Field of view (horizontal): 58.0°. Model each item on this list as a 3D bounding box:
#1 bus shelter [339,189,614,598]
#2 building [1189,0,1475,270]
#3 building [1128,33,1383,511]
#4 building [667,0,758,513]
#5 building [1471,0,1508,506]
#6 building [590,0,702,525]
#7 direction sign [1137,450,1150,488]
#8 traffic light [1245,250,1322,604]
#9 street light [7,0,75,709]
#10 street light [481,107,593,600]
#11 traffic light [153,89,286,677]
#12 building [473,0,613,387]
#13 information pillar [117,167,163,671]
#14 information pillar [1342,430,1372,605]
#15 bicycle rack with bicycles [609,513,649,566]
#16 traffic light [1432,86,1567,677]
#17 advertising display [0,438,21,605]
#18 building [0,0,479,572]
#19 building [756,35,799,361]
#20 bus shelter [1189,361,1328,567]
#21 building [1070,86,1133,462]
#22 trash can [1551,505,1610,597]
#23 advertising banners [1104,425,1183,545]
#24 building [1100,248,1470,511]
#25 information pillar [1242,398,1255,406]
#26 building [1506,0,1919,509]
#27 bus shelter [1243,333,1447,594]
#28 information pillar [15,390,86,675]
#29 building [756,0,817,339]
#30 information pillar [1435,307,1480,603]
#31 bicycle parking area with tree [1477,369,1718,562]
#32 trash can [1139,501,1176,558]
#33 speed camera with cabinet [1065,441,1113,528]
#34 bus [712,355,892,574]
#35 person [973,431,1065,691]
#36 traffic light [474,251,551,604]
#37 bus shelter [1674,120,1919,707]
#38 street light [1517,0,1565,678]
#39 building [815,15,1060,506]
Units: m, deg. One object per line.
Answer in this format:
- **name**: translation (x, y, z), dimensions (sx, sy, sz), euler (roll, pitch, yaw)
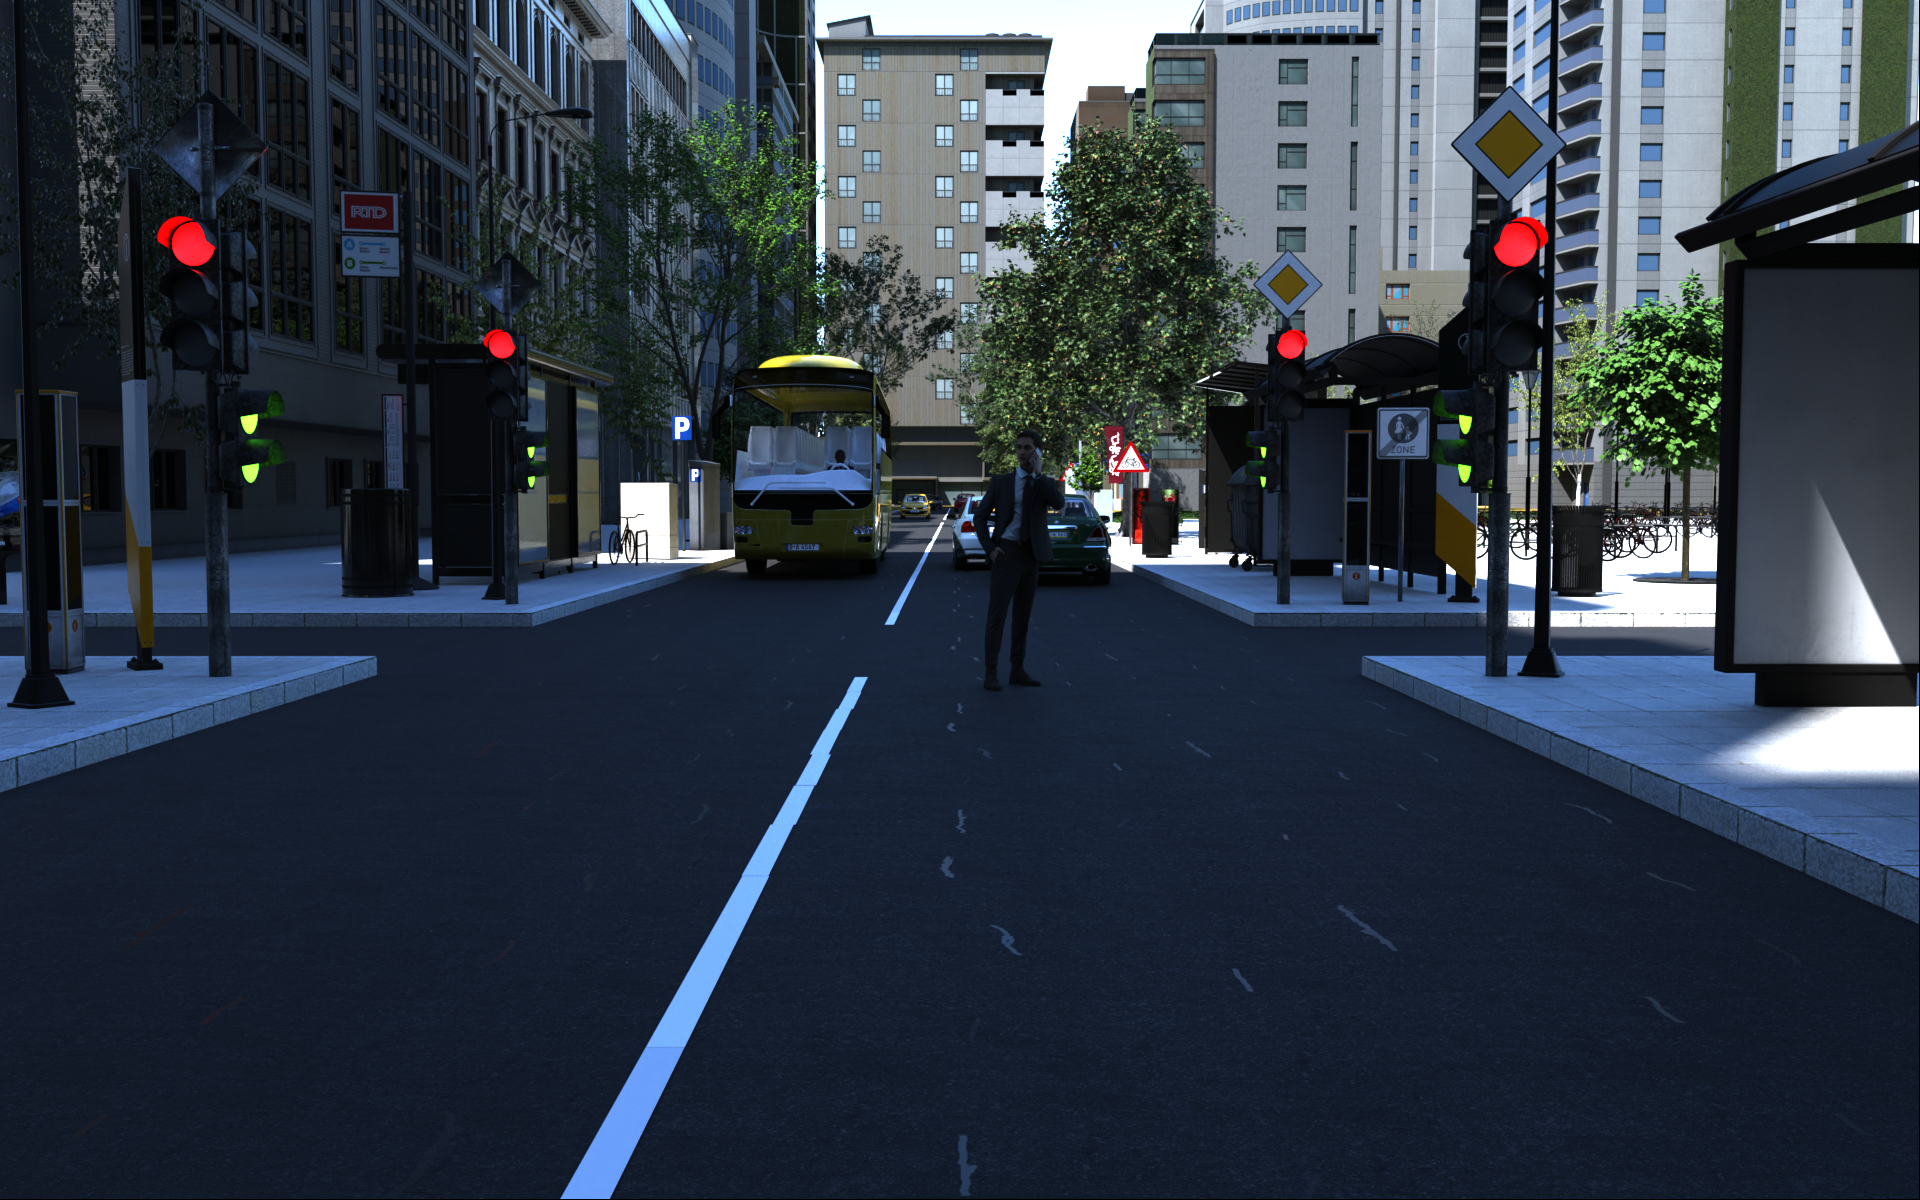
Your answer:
- **bus shelter**: translation (-7.085, -2.936, 25.630), dimensions (2.179, 5.291, 8.768), euler (0, 3, 0)
- **building**: translation (41.018, -40.053, 196.867), dimensions (28.212, 58.520, 21.231), euler (0, 3, 0)
- **building**: translation (18.792, -20.851, 112.612), dimensions (14.160, 30.474, 14.107), euler (0, 3, 0)
- **building**: translation (-24.848, -34.637, 108.321), dimensions (21.231, 58.520, 28.212), euler (0, 3, 0)
- **building**: translation (65.431, -46.312, 195.445), dimensions (20.611, 71.187, 20.563), euler (0, 3, 0)
- **building**: translation (-19.739, -16.122, 81.613), dimensions (12.078, 24.808, 19.932), euler (0, 3, 0)
- **direction sign**: translation (6.094, -4.125, 59.435), dimensions (0.876, 3.537, 0.379), euler (2, 4, 31)
- **traffic light**: translation (3.756, -1.907, 20.096), dimensions (0.839, 4.253, 0.868), euler (0, 3, 0)
- **street light**: translation (-5.031, -2.311, 10.318), dimensions (1.470, 5.913, 1.316), euler (0, 3, 0)
- **street light**: translation (-5.109, -2.962, 20.963), dimensions (1.470, 5.913, 1.316), euler (0, 3, 0)
- **traffic light**: translation (-5.194, -1.417, 12.083), dimensions (0.839, 4.253, 0.868), euler (0, 3, 0)
- **building**: translation (-19.654, -14.206, 61.140), dimensions (11.050, 23.489, 19.941), euler (0, 3, 0)
- **information pillar**: translation (-6.048, -1.306, 12.706), dimensions (0.183, 3.616, 0.504), euler (-3, 4, -36)
- **information pillar**: translation (4.605, -0.956, 20.117), dimensions (0.304, 2.012, 0.304), euler (1, 4, 10)
- **bicycle rack with bicycles**: translation (-6.864, -1.119, 31.683), dimensions (2.852, 0.926, 2.925), euler (0, 4, -3)
- **traffic light**: translation (3.767, -1.418, 12.111), dimensions (0.839, 4.253, 0.868), euler (0, 3, 0)
- **advertising display**: translation (-11.232, -0.902, 19.967), dimensions (0.123, 1.923, 0.974), euler (3, 5, 44)
- **building**: translation (-20.950, -15.015, 38.996), dimensions (14.314, 27.812, 24.014), euler (0, 3, 0)
- **building**: translation (-26.212, -27.805, 146.498), dimensions (23.993, 40.220, 32.217), euler (0, 3, 0)
- **bus shelter**: translation (5.702, -2.591, 33.647), dimensions (1.731, 3.624, 6.357), euler (0, 4, 0)
- **building**: translation (19.818, -33.236, 193.527), dimensions (14.200, 45.320, 14.600), euler (0, 3, 0)
- **trash can**: translation (7.752, -0.617, 21.738), dimensions (0.748, 1.137, 0.748), euler (0, 3, 0)
- **advertising banners**: translation (4.646, -2.926, 44.024), dimensions (2.074, 3.025, 0.090), euler (1, 4, 23)
- **building**: translation (26.318, -18.560, 148.503), dimensions (27.650, 21.520, 28.899), euler (0, 3, 0)
- **information pillar**: translation (6.611, -2.961, 39.763), dimensions (0.504, 3.616, 0.183), euler (-1, 4, -19)
- **building**: translation (64.983, -37.291, 151.699), dimensions (28.212, 58.520, 21.231), euler (0, 3, 0)
- **bus shelter**: translation (5.457, -1.873, 24.547), dimensions (2.014, 3.302, 5.546), euler (0, 4, 0)
- **information pillar**: translation (-6.495, -0.482, 12.379), dimensions (0.304, 2.012, 0.304), euler (0, 4, -4)
- **building**: translation (-27.295, -46.334, 195.808), dimensions (20.611, 71.187, 20.563), euler (0, 3, 0)
- **information pillar**: translation (5.908, -1.782, 20.496), dimensions (0.504, 3.616, 0.183), euler (2, 4, 26)
- **bicycle parking area with tree**: translation (11.421, -3.096, 37.616), dimensions (8.231, 4.147, 9.016), euler (-3, 5, -42)
- **trash can**: translation (3.964, -1.419, 34.846), dimensions (0.748, 1.137, 0.748), euler (0, 3, 0)
- **speed camera with cabinet**: translation (4.816, -4.296, 64.577), dimensions (2.038, 3.252, 0.660), euler (-3, 5, -43)
- **bus**: translation (-2.722, -2.617, 34.336), dimensions (2.896, 3.916, 12.252), euler (0, 4, -1)
- **person**: translation (0.450, -0.306, 12.863), dimensions (0.648, 1.900, 0.474), euler (-1, 4, -22)
- **traffic light**: translation (-5.206, -1.905, 20.068), dimensions (0.839, 4.253, 0.868), euler (0, 3, 0)
- **bus shelter**: translation (5.385, -0.855, 7.897), dimensions (2.014, 3.302, 5.546), euler (0, 4, 0)
- **street light**: translation (3.578, -2.419, 12.098), dimensions (1.470, 5.913, 1.316), euler (0, 3, 0)
- **building**: translation (-1.676, -37.373, 200.280), dimensions (27.495, 52.752, 28.713), euler (0, 3, 0)
